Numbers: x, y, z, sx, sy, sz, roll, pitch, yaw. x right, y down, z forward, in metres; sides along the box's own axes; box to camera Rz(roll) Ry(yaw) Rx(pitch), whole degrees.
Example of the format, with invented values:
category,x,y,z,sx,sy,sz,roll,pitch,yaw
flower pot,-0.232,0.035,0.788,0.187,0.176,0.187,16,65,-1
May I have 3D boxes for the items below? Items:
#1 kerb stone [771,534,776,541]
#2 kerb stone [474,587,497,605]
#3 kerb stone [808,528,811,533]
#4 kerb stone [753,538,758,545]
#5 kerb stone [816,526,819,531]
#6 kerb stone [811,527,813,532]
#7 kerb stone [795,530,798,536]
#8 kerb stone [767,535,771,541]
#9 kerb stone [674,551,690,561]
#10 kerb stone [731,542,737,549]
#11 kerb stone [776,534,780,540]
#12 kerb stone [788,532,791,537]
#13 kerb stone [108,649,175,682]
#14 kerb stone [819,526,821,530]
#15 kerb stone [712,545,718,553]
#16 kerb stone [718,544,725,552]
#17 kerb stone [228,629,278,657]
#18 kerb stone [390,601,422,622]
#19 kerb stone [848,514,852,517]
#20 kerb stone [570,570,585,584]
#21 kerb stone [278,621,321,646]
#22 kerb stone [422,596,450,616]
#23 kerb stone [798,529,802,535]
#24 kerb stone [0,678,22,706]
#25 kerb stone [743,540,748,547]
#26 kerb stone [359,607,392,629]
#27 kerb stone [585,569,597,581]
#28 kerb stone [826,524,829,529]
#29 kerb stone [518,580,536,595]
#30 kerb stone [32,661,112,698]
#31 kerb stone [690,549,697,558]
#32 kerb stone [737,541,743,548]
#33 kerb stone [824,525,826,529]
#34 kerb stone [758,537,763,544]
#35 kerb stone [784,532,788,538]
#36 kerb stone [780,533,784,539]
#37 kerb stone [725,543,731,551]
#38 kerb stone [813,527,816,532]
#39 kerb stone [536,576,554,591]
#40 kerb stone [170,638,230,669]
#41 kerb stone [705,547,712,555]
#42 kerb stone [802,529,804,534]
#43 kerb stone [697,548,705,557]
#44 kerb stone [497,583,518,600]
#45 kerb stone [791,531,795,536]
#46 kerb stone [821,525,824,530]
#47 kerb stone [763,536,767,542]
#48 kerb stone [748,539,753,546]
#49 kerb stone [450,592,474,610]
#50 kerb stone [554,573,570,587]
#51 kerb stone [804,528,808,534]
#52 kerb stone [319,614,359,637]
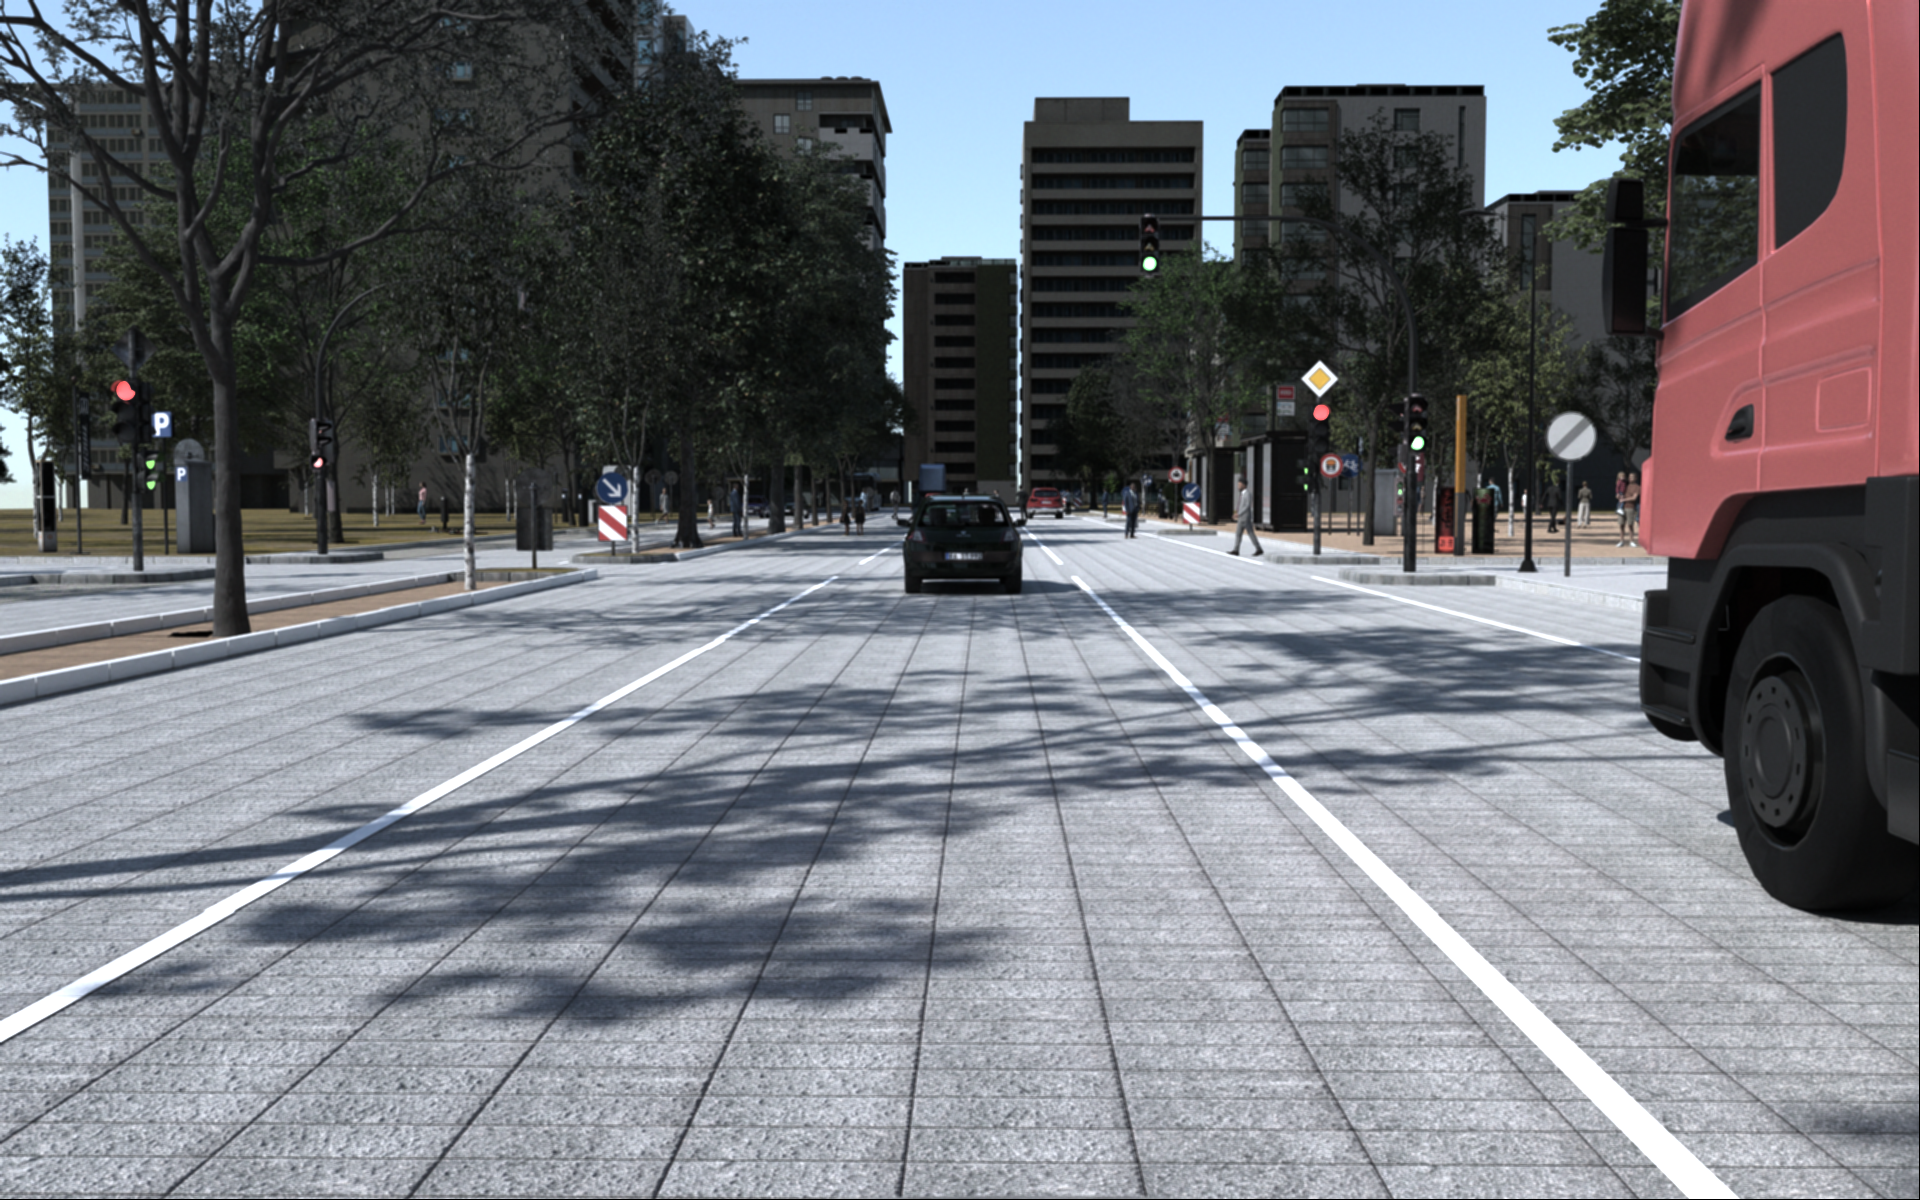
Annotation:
category,x,y,z,sx,sy,sz,roll,pitch,yaw
kerb stone,-5.857,-1.896,53.188,0.120,0.150,1.000,0,4,1
kerb stone,-6.351,-0.039,22.896,0.120,0.150,1.000,0,4,1
kerb stone,-5.680,-2.524,63.459,0.120,0.150,1.000,0,4,1
kerb stone,-5.925,-1.645,49.086,0.120,0.150,1.000,0,4,1
kerb stone,-5.634,-2.712,66.538,0.120,0.150,1.000,0,4,1
kerb stone,-5.667,-2.586,64.484,0.120,0.150,1.000,0,4,1
kerb stone,-5.747,-2.272,59.345,0.120,0.150,1.000,0,4,1
kerb stone,-5.878,-1.833,52.166,0.120,0.150,1.000,0,4,1
kerb stone,-6.103,-0.955,37.803,0.120,0.150,1.000,0,4,1
kerb stone,-5.991,-1.394,44.993,0.120,0.150,1.000,0,4,1
kerb stone,-5.836,-1.945,54.211,0.120,0.150,1.000,0,4,1
kerb stone,-5.789,-2.140,57.289,0.120,0.150,1.000,0,4,1
kerb stone,-6.517,0.524,13.677,0.120,0.150,1.000,0,4,1
kerb stone,-5.613,-2.775,67.560,0.120,0.150,1.000,0,4,1
kerb stone,-6.047,-1.203,41.914,0.120,0.150,1.000,0,4,1
kerb stone,-6.018,-1.269,42.936,0.120,0.150,1.000,0,4,1
kerb stone,-6.485,0.395,15.733,0.120,0.150,1.000,0,4,1
kerb stone,-6.414,0.145,19.827,0.120,0.150,1.000,0,4,1
kerb stone,-6.994,-5.403,110.542,0.120,0.150,1.000,0,4,1
kerb stone,-6.282,-0.353,28.007,0.120,0.150,1.000,0,4,1
kerb stone,-6.461,0.335,16.756,0.120,0.150,1.000,0,4,1
kerb stone,-6.390,0.083,20.849,0.120,0.150,1.000,0,4,1
kerb stone,-5.727,-2.335,60.368,0.120,0.150,1.000,0,4,1
kerb stone,-6.544,0.648,11.634,0.120,0.150,1.000,0,4,1
kerb stone,-5.961,-1.518,47.037,0.120,0.150,1.000,0,4,1
kerb stone,-6.426,0.216,18.806,0.120,0.150,1.000,0,4,1
kerb stone,-6.250,-0.418,29.031,0.120,0.150,1.000,0,4,1
kerb stone,-5.558,-2.962,70.631,0.120,0.150,1.000,0,4,1
kerb stone,-6.327,-0.168,24.941,0.120,0.150,1.000,0,4,1
kerb stone,-6.532,0.584,12.655,0.120,0.150,1.000,0,4,1
kerb stone,-6.097,-1.012,38.830,0.120,0.150,1.000,0,4,1
kerb stone,-5.976,-1.454,46.015,0.120,0.150,1.000,0,4,1
kerb stone,-5.586,-2.900,69.609,0.120,0.150,1.000,0,4,1
kerb stone,-5.900,-1.708,50.116,0.120,0.150,1.000,0,4,1
kerb stone,-5.802,-2.084,56.262,0.120,0.150,1.000,0,4,1
kerb stone,-5.824,-2.021,55.233,0.120,0.150,1.000,0,4,1
kerb stone,-6.006,-1.331,43.963,0.120,0.150,1.000,0,4,1
kerb stone,-5.651,-2.649,65.511,0.120,0.150,1.000,0,4,1
kerb stone,-6.309,-0.223,25.964,0.120,0.150,1.000,0,4,1
kerb stone,-6.495,0.458,14.702,0.120,0.150,1.000,0,4,1
kerb stone,-6.052,-1.138,40.892,0.120,0.150,1.000,0,4,1
kerb stone,-5.723,-2.398,61.398,0.120,0.150,1.000,0,4,1
kerb stone,-6.077,-1.081,39.870,0.120,0.150,1.000,0,4,1
kerb stone,-6.336,-0.105,23.917,0.120,0.150,1.000,0,4,1
kerb stone,-5.762,-2.205,58.312,0.120,0.150,1.000,0,4,1
kerb stone,-5.597,-2.836,68.582,0.120,0.150,1.000,0,4,1
kerb stone,-5.884,-1.771,51.144,0.120,0.150,1.000,0,4,1
kerb stone,-5.941,-1.582,48.064,0.120,0.150,1.000,0,4,1
kerb stone,-6.375,0.020,21.871,0.120,0.150,1.000,0,4,1
kerb stone,-6.293,-0.293,26.985,0.120,0.150,1.000,0,4,1
kerb stone,-5.698,-2.461,62.435,0.120,0.150,1.000,0,4,1
kerb stone,-6.442,0.270,17.783,0.120,0.150,1.000,0,4,1
